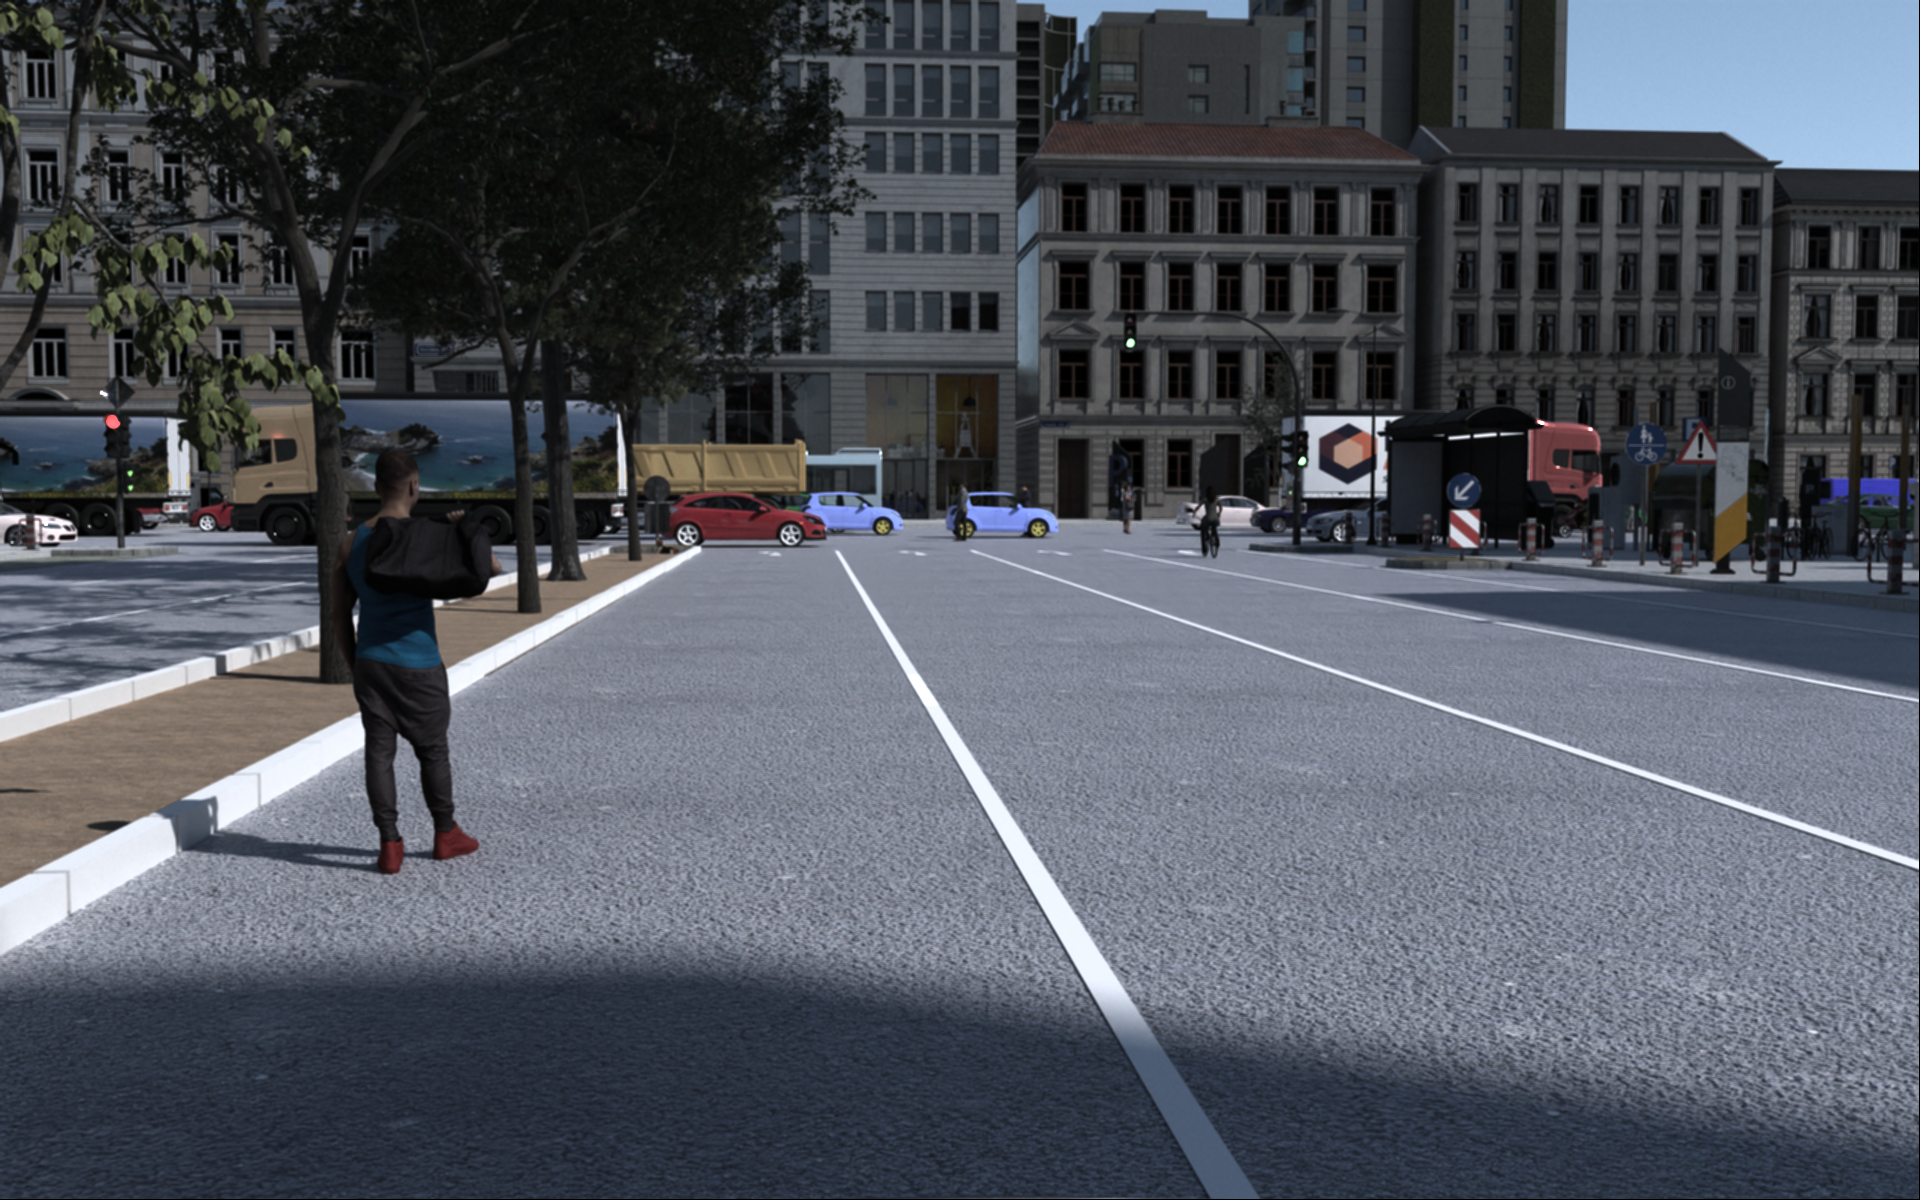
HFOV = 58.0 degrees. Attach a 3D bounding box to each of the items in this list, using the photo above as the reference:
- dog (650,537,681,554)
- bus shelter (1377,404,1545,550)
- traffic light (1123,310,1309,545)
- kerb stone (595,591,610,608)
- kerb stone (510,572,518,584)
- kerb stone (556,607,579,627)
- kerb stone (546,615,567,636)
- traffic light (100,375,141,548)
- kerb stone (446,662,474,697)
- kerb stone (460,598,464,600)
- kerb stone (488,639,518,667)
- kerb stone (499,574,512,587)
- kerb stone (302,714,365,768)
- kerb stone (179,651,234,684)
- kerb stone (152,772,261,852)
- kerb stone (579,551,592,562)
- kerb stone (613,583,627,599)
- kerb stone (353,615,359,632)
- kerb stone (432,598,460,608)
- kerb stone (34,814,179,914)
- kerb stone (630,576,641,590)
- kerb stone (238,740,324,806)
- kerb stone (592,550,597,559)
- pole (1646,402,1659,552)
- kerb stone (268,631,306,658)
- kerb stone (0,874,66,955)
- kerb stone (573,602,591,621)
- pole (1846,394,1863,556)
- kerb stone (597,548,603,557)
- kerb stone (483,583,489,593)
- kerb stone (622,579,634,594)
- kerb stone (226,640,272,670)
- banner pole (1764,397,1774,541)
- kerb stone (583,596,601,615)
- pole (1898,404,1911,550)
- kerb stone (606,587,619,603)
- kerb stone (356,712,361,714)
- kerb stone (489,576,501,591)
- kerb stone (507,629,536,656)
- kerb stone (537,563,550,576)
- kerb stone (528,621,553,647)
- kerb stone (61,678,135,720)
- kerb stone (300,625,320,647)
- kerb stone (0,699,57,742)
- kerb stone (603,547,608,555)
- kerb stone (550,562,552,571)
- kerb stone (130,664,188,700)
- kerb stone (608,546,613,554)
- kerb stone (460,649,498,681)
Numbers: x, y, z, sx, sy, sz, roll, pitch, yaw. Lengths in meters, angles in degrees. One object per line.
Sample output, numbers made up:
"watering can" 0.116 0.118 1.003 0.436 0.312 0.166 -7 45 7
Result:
"dog" -6.967 -1.279 41.105 0.748 0.427 0.550 2 4 33
"bus shelter" 11.943 -2.930 41.822 2.014 3.302 5.546 0 4 -5
"traffic light" 6.383 -4.194 43.244 4.771 5.953 1.251 0 4 -5
"kerb stone" -4.544 0.026 21.776 0.120 0.150 1.000 0 4 -5
"kerb stone" -7.192 -0.342 27.791 0.120 0.150 1.000 0 4 -5
"kerb stone" -4.268 0.214 18.701 0.120 0.150 1.000 0 4 -5
"kerb stone" -4.168 0.285 17.675 0.120 0.150 1.000 0 4 -5
"traffic light" -19.884 -3.184 40.977 0.839 4.253 0.868 0 4 -5
"kerb stone" -3.699 0.594 12.558 0.120 0.150 1.000 0 4 -5
"kerb stone" -6.823 -0.085 23.687 0.120 0.150 1.000 0 4 -5
"kerb stone" -3.888 0.468 14.603 0.120 0.150 1.000 0 4 -5
"kerb stone" -7.108 -0.280 26.768 0.120 0.150 1.000 0 4 -5
"kerb stone" -3.418 0.779 9.472 0.120 0.150 1.000 0 4 -5
"kerb stone" -5.881 0.535 13.443 0.120 0.150 1.000 0 4 -5
"kerb stone" -3.226 0.904 7.419 0.120 0.150 1.000 0 4 -5
"kerb stone" -8.043 -0.905 37.015 0.120 0.150 1.000 0 4 -5
"kerb stone" -4.733 -0.099 23.821 0.120 0.150 1.000 0 4 -5
"kerb stone" -6.263 0.285 17.544 0.120 0.150 1.000 0 4 -5
"kerb stone" -6.735 -0.025 22.664 0.120 0.150 1.000 0 4 -5
"kerb stone" -3.138 0.966 6.396 0.120 0.150 1.000 0 4 -5
"kerb stone" -4.913 -0.225 25.871 0.120 0.150 1.000 0 4 -5
"kerb stone" -3.318 0.841 8.450 0.120 0.150 1.000 0 4 -5
"kerb stone" -8.139 -0.969 38.037 0.120 0.150 1.000 0 4 -5
"pole" 15.455 -2.740 38.644 0.158 3.312 0.155 0 3 0
"kerb stone" -6.074 0.413 15.488 0.120 0.150 1.000 0 4 -5
"kerb stone" -3.039 1.030 5.364 0.120 0.150 1.000 0 4 -5
"kerb stone" -4.354 0.152 19.726 0.120 0.150 1.000 0 4 -5
"pole" 18.385 -2.553 35.584 0.158 3.312 0.155 0 3 0
"kerb stone" -8.228 -1.031 39.060 0.120 0.150 1.000 0 4 -5
"kerb stone" -6.915 -0.151 24.712 0.120 0.150 1.000 0 4 -5
"kerb stone" -4.821 -0.162 24.848 0.120 0.150 1.000 0 4 -5
"kerb stone" -5.981 0.473 14.465 0.120 0.150 1.000 0 4 -5
"banner pole" 20.768 -3.336 44.565 0.401 3.779 0.863 3 4 37
"kerb stone" -4.446 0.088 20.754 0.120 0.150 1.000 0 4 -5
"pole" 21.538 -2.793 39.514 0.158 3.312 0.155 0 3 0
"kerb stone" -4.637 -0.031 22.799 0.120 0.150 1.000 0 4 -5
"kerb stone" -3.504 0.716 10.500 0.120 0.150 1.000 0 4 -5
"kerb stone" -7.010 -0.217 25.746 0.120 0.150 1.000 0 4 -5
"kerb stone" -3.983 0.402 15.625 0.120 0.150 1.000 0 4 -5
"kerb stone" -7.480 -0.531 30.871 0.120 0.150 1.000 0 4 -5
"kerb stone" -4.073 0.339 16.648 0.120 0.150 1.000 0 4 -5
"kerb stone" -5.699 0.661 11.393 0.120 0.150 1.000 0 4 -5
"kerb stone" -6.165 0.347 16.522 0.120 0.150 1.000 0 4 -5
"kerb stone" -5.603 0.727 10.369 0.120 0.150 1.000 0 4 -5
"kerb stone" -8.331 -1.093 40.082 0.120 0.150 1.000 0 4 -5
"kerb stone" -7.577 -0.593 31.898 0.120 0.150 1.000 0 4 -5
"kerb stone" -5.791 0.603 12.418 0.120 0.150 1.000 0 4 -5
"kerb stone" -8.424 -1.157 41.110 0.120 0.150 1.000 0 4 -5
"kerb stone" -3.796 0.527 13.580 0.120 0.150 1.000 0 4 -5
